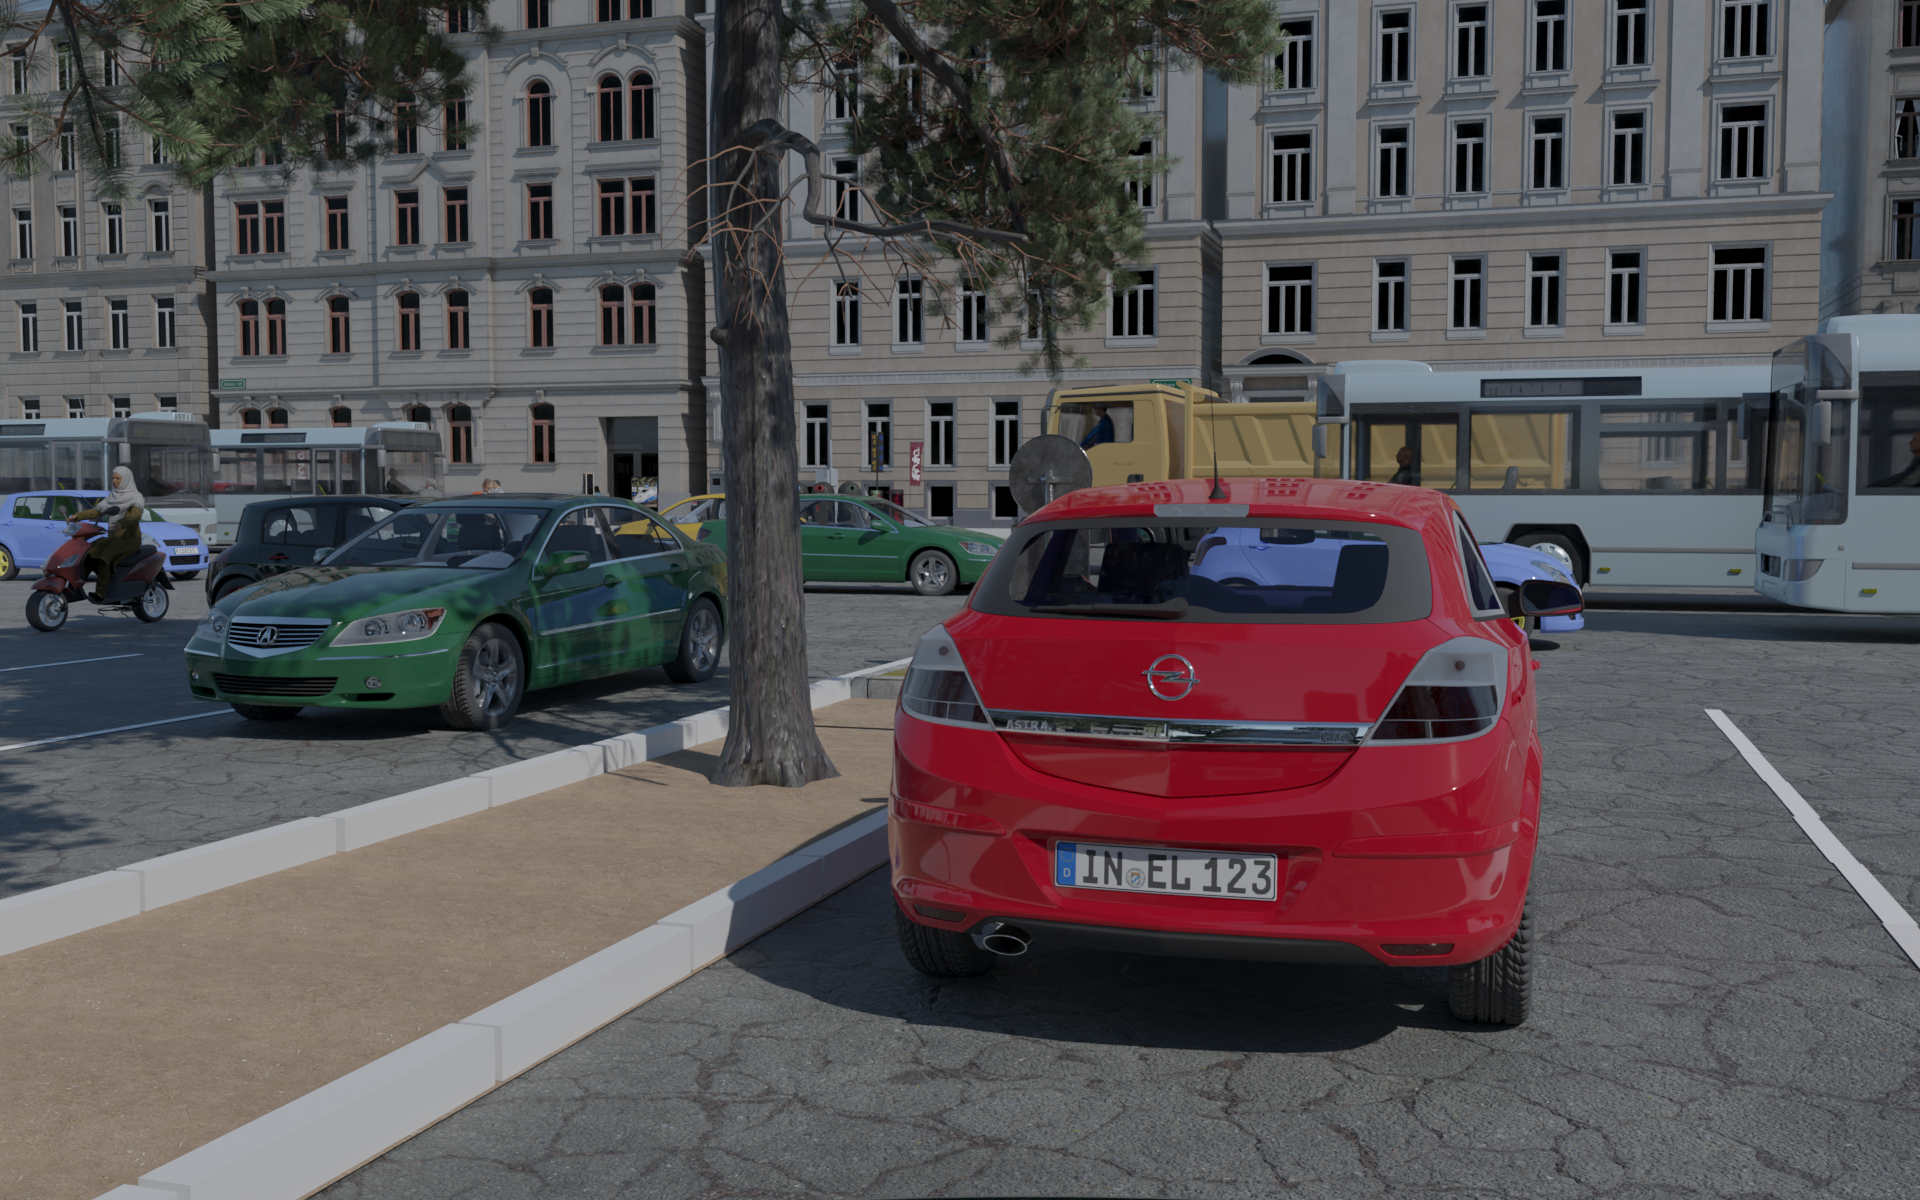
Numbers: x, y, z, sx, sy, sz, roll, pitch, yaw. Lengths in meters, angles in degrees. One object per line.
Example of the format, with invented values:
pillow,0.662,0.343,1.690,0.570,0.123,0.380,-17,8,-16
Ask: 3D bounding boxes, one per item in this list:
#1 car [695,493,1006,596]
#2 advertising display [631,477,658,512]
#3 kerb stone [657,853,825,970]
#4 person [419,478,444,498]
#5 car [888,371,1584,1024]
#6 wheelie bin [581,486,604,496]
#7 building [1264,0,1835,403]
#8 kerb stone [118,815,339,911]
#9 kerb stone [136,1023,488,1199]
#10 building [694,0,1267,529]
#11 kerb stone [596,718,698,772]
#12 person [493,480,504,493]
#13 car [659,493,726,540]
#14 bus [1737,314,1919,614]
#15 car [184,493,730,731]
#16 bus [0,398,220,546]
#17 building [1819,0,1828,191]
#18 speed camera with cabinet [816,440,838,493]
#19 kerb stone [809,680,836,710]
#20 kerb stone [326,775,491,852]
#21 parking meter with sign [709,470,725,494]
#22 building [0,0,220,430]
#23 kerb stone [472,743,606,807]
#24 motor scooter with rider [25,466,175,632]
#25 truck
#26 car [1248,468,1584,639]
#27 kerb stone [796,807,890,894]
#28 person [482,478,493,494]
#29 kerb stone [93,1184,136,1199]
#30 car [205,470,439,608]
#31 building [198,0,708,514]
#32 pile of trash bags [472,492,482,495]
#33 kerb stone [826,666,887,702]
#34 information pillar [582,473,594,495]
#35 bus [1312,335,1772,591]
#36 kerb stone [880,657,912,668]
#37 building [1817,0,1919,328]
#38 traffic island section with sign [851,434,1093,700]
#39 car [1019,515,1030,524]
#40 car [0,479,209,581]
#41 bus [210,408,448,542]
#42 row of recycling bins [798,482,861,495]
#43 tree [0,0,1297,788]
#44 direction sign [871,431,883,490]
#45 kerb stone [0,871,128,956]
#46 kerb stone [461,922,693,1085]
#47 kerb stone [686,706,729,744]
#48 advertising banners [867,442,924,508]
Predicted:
car,-1.528,-0.836,25.465,4.920,1.459,2.131,1,4,16
advertising display,-11.611,-3.584,63.813,0.974,1.923,0.123,0,4,-8
kerb stone,-0.699,1.012,5.667,0.120,0.150,1.000,1,4,18
person,-11.523,-1.755,37.586,0.661,1.777,0.834,-3,5,-44
car,1.158,0.166,6.335,2.155,1.783,4.494,1,4,17
wheelie bin,-13.948,-3.525,65.537,0.980,1.594,0.693,1,4,9
building,20.427,-17.024,64.254,20.117,28.700,13.634,1,4,18
kerb stone,-2.680,0.966,6.394,0.120,0.150,1.000,1,4,18
kerb stone,-1.330,1.131,3.709,0.120,0.150,1.000,1,4,18
building,1.152,-17.377,70.020,20.117,28.700,13.634,1,4,18
kerb stone,-1.708,0.792,9.341,0.120,0.150,1.000,1,4,18
person,-13.096,-2.519,49.537,0.795,1.843,0.661,-1,4,-18
car,-4.750,-1.366,32.552,3.980,1.641,2.015,1,4,18
bus,13.820,-1.297,16.059,13.247,3.499,2.948,1,4,17
car,-3.223,-0.023,12.182,2.131,1.459,4.920,1,4,18
bus,-21.591,-2.617,37.652,13.247,3.499,2.948,1,4,20
building,103.506,-54.739,207.660,31.000,86.520,22.319,1,4,18
speed camera with cabinet,-4.531,-4.265,64.074,0.660,3.252,2.038,2,4,31
kerb stone,-1.073,0.668,11.297,0.120,0.150,1.000,1,4,18
kerb stone,-2.346,0.911,7.378,0.120,0.150,1.000,1,4,18
parking meter with sign,-7.668,-3.638,55.741,1.738,3.016,0.543,2,4,24
building,-42.860,-17.536,83.974,25.104,27.353,12.463,1,4,18
kerb stone,-2.026,0.846,8.358,0.120,0.150,1.000,1,4,18
motor scooter with rider,-9.286,-0.596,18.706,0.876,1.779,1.986,1,4,18
truck,5.446,-2.115,30.512,9.791,3.379,3.469,1,4,19
car,4.070,-0.435,16.706,3.694,1.707,1.945,1,4,17
kerb stone,-0.384,0.953,6.645,0.120,0.150,1.000,1,4,18
person,-10.604,-1.877,39.464,0.573,1.790,0.520,-1,4,-19
kerb stone,-1.651,1.191,2.730,0.120,0.150,1.000,1,4,18
car,-5.318,-0.437,16.927,4.222,1.686,2.009,1,4,17
building,-19.636,-17.695,76.695,23.554,28.519,14.401,1,4,18
pile of trash bags,-29.510,-6.266,112.201,3.447,1.369,1.912,-3,4,-37
kerb stone,-0.765,0.607,12.277,0.120,0.150,1.000,1,4,18
information pillar,-12.826,-3.384,59.821,0.304,2.012,0.304,-2,4,-34
bus,10.287,-1.642,21.711,13.247,3.499,2.948,1,4,17
kerb stone,-0.437,0.547,13.254,0.120,0.150,1.000,1,4,18
building,38.437,-12.678,56.440,18.267,20.994,9.793,1,4,18
traffic island section with sign,0.494,-0.277,12.665,2.006,1.907,1.989,1,4,18
car,3.701,-2.289,46.469,4.494,1.783,2.155,1,4,20
car,-14.344,-1.175,28.807,3.694,1.707,1.945,1,4,18
bus,-18.183,-2.921,42.615,13.247,3.499,2.948,1,4,19
row of recycling bins,-5.026,-3.085,57.550,3.534,1.692,1.069,0,4,3
tree,-1.029,-5.128,8.351,6.751,12.117,7.091,0,3,0
direction sign,-3.015,-4.348,63.087,0.379,3.537,0.876,2,4,26
kerb stone,-2.990,1.027,5.411,0.120,0.150,1.000,1,4,18
kerb stone,-1.012,1.075,4.687,0.120,0.150,1.000,1,4,18
kerb stone,-1.393,0.727,10.320,0.120,0.150,1.000,1,4,18
advertising banners,-2.126,-3.763,57.716,2.074,3.025,0.090,-2,4,-28
